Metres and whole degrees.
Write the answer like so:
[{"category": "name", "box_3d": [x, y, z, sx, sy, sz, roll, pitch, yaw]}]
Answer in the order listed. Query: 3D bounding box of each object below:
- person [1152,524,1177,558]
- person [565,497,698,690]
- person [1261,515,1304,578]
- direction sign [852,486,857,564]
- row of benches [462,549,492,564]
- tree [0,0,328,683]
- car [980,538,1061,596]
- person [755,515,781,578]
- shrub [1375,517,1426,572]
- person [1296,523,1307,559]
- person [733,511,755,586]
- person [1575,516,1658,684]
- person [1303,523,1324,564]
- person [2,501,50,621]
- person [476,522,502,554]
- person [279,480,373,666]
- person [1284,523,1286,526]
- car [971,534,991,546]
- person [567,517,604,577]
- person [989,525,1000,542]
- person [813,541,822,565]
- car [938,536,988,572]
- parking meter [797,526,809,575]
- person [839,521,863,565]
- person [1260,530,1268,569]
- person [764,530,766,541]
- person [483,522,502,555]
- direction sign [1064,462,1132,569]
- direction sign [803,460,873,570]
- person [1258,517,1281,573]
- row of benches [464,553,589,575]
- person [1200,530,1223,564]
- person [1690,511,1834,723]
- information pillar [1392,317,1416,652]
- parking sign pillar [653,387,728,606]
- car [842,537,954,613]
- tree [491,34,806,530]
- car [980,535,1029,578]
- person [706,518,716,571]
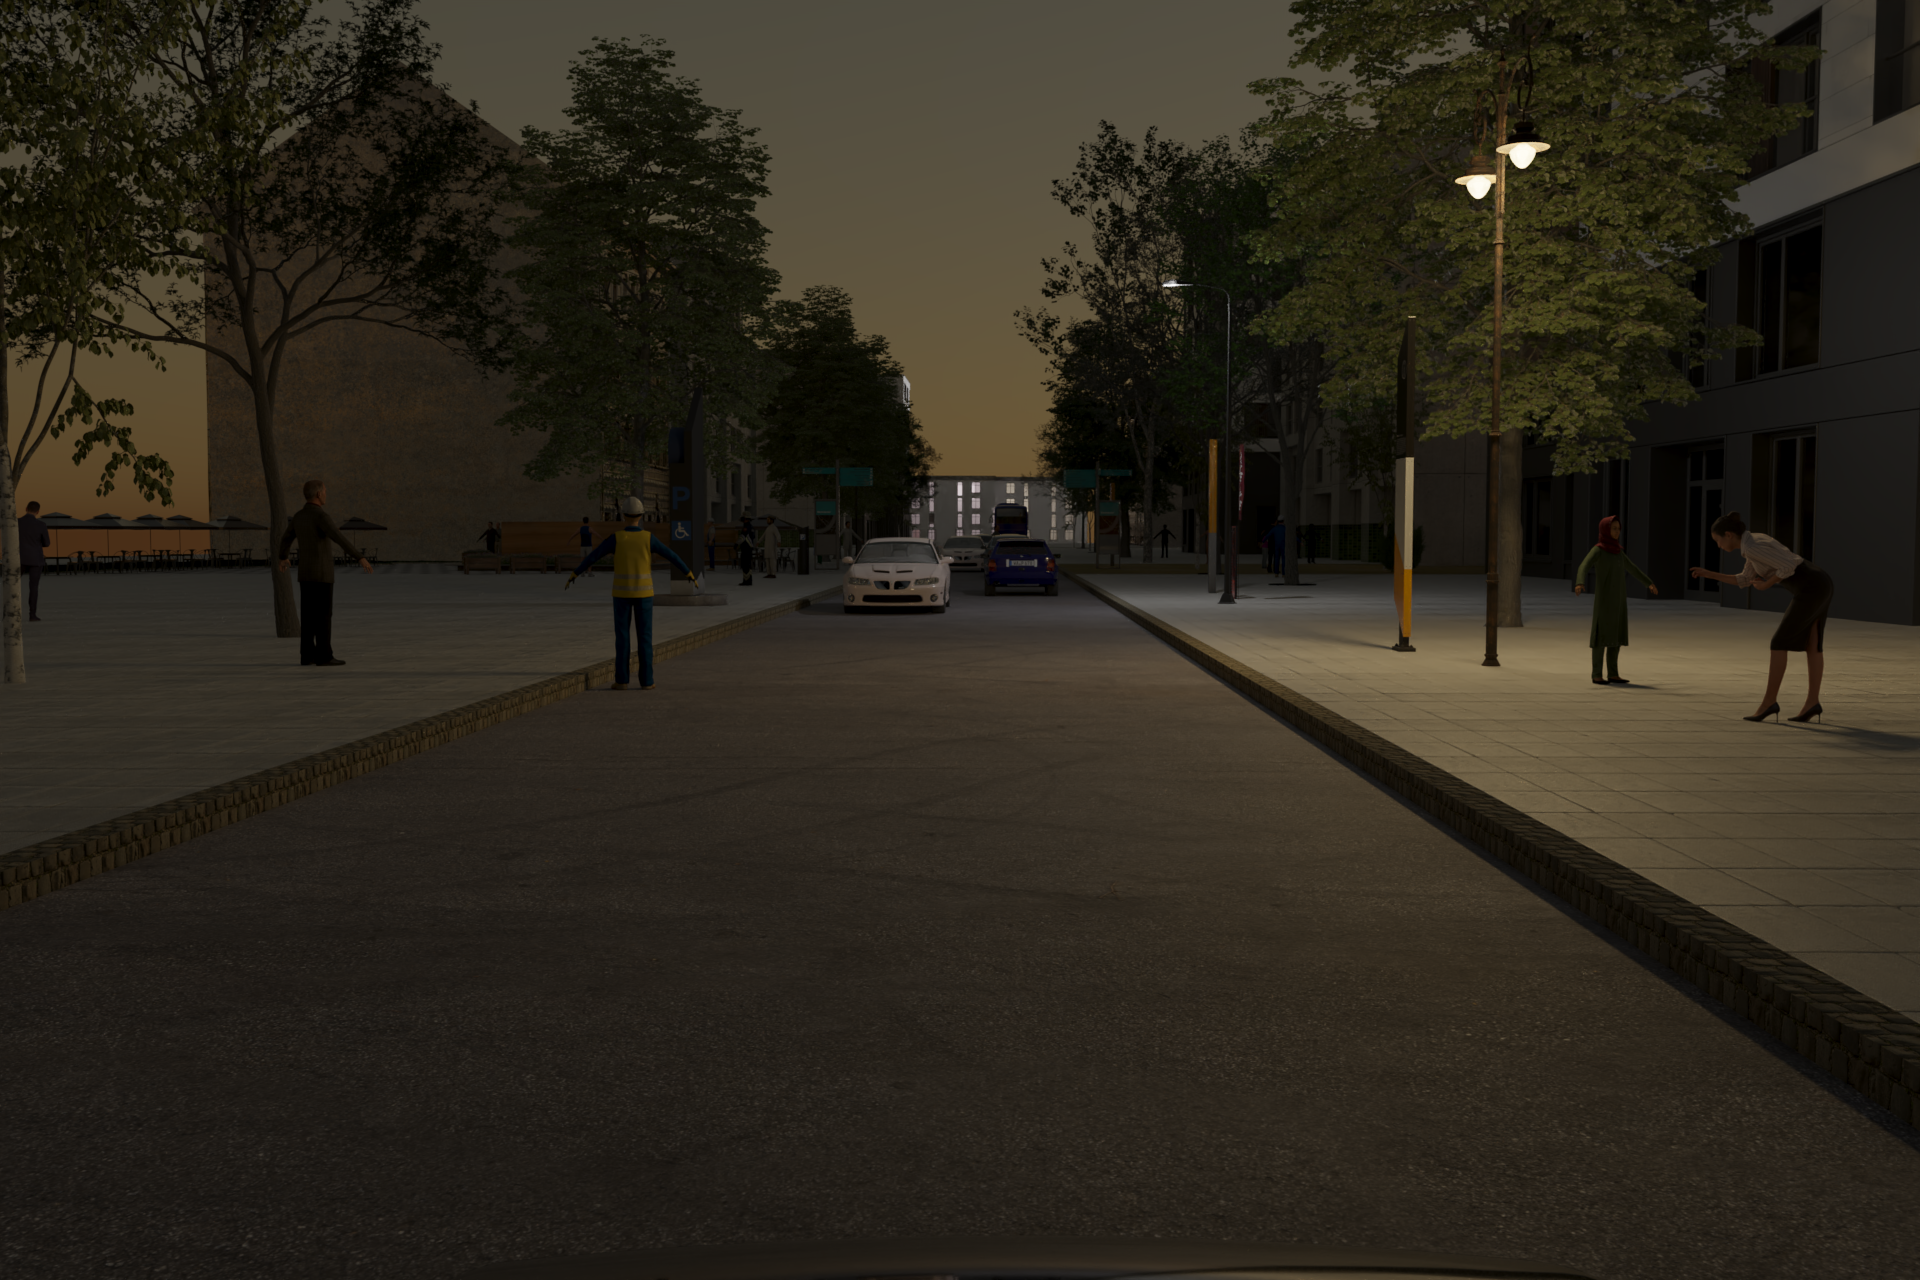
[{"category": "person", "box_3d": [10.995, -5.310, 93.011, 1.347, 1.806, 0.705, 0, 4, -5]}, {"category": "person", "box_3d": [-3.028, -0.434, 16.012, 1.216, 1.772, 0.721, -1, 4, -14]}, {"category": "person", "box_3d": [9.495, -2.770, 51.164, 1.347, 1.842, 0.705, 2, 4, 34]}, {"category": "direction sign", "box_3d": [-4.481, -5.064, 74.797, 0.379, 3.537, 0.876, 0, 4, 1]}, {"category": "row of benches", "box_3d": [-19.721, -3.380, 70.724, 1.422, 0.672, 4.104, 0, 4, -7]}, {"category": "tree", "box_3d": [-7.921, -3.931, 14.639, 4.737, 8.622, 4.395, 0, 3, 0]}, {"category": "car", "box_3d": [1.447, -1.753, 41.239, 1.945, 1.354, 3.894, 0, 4, 1]}, {"category": "person", "box_3d": [-5.511, -2.701, 50.252, 0.704, 1.819, 1.344, -3, 4, -36]}, {"category": "shrub", "box_3d": [14.799, -3.285, 58.124, 1.690, 2.028, 1.600, 0, 3, 0]}, {"category": "person", "box_3d": [17.612, -5.165, 90.223, 1.354, 1.858, 0.705, -3, 5, -44]}, {"category": "person", "box_3d": [-5.330, -2.273, 43.031, 0.704, 1.845, 1.351, 1, 4, 9]}, {"category": "person", "box_3d": [5.594, -0.342, 14.799, 0.989, 1.438, 0.599, -2, 4, -30]}, {"category": "person", "box_3d": [15.358, -4.200, 75.386, 0.721, 1.740, 1.216, -2, 4, -35]}, {"category": "person", "box_3d": [-13.780, -1.166, 25.548, 0.683, 1.767, 0.568, -1, 4, -21]}, {"category": "person", "box_3d": [-19.961, -4.126, 73.599, 1.346, 1.812, 0.704, 2, 4, 26]}, {"category": "person", "box_3d": [-6.261, -0.656, 16.910, 1.348, 1.807, 0.705, 2, 4, 32]}, {"category": "person", "box_3d": [17.297, -5.280, 92.103, 0.705, 1.856, 1.354, 3, 4, 38]}, {"category": "car", "box_3d": [1.265, -5.636, 104.155, 2.014, 1.417, 4.499, 0, 4, 1]}, {"category": "person", "box_3d": [-11.253, -2.816, 52.208, 1.345, 1.807, 0.704, 1, 4, 11]}, {"category": "person", "box_3d": [1.540, -3.825, 71.268, 0.705, 1.796, 1.348, 2, 4, 35]}, {"category": "person", "box_3d": [-5.917, -4.043, 72.222, 0.704, 1.817, 1.347, -1, 4, -12]}, {"category": "car", "box_3d": [0.174, -3.320, 66.650, 2.083, 1.381, 4.827, 0, 4, 1]}, {"category": "parking meter", "box_3d": [-4.936, -2.821, 54.541, 0.372, 1.533, 0.369, 0, 3, 0]}, {"category": "person", "box_3d": [-4.584, -3.967, 71.053, 1.347, 1.806, 0.705, -2, 4, -35]}, {"category": "person", "box_3d": [11.325, -3.348, 64.006, 0.599, 1.433, 0.991, -1, 4, -19]}, {"category": "person", "box_3d": [-8.993, -4.627, 81.775, 0.705, 1.813, 1.348, 1, 4, 17]}, {"category": "person", "box_3d": [-20.413, -4.297, 76.530, 1.348, 1.796, 0.705, 0, 4, 5]}, {"category": "direction sign", "box_3d": [5.090, -4.574, 63.548, 2.525, 3.948, 1.411, 0, 3, 0]}, {"category": "direction sign", "box_3d": [-4.351, -4.520, 62.656, 2.525, 3.948, 1.411, 0, 4, 3]}, {"category": "person", "box_3d": [10.409, -3.150, 57.435, 1.347, 1.837, 0.705, 3, 5, 44]}, {"category": "row of benches", "box_3d": [-13.983, -2.461, 55.702, 4.104, 0.672, 1.422, -2, 4, -24]}, {"category": "person", "box_3d": [10.679, -4.116, 74.099, 1.217, 1.733, 0.721, 2, 4, 25]}, {"category": "person", "box_3d": [5.522, -0.161, 11.865, 0.799, 1.438, 0.628, 0, 4, -4]}, {"category": "information pillar", "box_3d": [4.872, -1.690, 18.979, 0.183, 3.616, 0.504, 0, 4, 1]}, {"category": "parking sign pillar", "box_3d": [-4.933, -2.619, 31.287, 1.447, 3.967, 1.447, 0, 4, 0]}, {"category": "car", "box_3d": [-1.145, -1.250, 32.797, 2.083, 1.381, 4.827, 0, 4, 1]}, {"category": "tree", "box_3d": [-7.172, -7.460, 40.097, 7.486, 12.596, 7.792, 0, 3, 0]}, {"category": "car", "box_3d": [1.676, -2.790, 57.624, 2.014, 1.417, 4.499, 0, 4, 1]}, {"category": "person", "box_3d": [-8.732, -3.349, 60.610, 0.705, 1.847, 1.347, -1, 4, -13]}]
